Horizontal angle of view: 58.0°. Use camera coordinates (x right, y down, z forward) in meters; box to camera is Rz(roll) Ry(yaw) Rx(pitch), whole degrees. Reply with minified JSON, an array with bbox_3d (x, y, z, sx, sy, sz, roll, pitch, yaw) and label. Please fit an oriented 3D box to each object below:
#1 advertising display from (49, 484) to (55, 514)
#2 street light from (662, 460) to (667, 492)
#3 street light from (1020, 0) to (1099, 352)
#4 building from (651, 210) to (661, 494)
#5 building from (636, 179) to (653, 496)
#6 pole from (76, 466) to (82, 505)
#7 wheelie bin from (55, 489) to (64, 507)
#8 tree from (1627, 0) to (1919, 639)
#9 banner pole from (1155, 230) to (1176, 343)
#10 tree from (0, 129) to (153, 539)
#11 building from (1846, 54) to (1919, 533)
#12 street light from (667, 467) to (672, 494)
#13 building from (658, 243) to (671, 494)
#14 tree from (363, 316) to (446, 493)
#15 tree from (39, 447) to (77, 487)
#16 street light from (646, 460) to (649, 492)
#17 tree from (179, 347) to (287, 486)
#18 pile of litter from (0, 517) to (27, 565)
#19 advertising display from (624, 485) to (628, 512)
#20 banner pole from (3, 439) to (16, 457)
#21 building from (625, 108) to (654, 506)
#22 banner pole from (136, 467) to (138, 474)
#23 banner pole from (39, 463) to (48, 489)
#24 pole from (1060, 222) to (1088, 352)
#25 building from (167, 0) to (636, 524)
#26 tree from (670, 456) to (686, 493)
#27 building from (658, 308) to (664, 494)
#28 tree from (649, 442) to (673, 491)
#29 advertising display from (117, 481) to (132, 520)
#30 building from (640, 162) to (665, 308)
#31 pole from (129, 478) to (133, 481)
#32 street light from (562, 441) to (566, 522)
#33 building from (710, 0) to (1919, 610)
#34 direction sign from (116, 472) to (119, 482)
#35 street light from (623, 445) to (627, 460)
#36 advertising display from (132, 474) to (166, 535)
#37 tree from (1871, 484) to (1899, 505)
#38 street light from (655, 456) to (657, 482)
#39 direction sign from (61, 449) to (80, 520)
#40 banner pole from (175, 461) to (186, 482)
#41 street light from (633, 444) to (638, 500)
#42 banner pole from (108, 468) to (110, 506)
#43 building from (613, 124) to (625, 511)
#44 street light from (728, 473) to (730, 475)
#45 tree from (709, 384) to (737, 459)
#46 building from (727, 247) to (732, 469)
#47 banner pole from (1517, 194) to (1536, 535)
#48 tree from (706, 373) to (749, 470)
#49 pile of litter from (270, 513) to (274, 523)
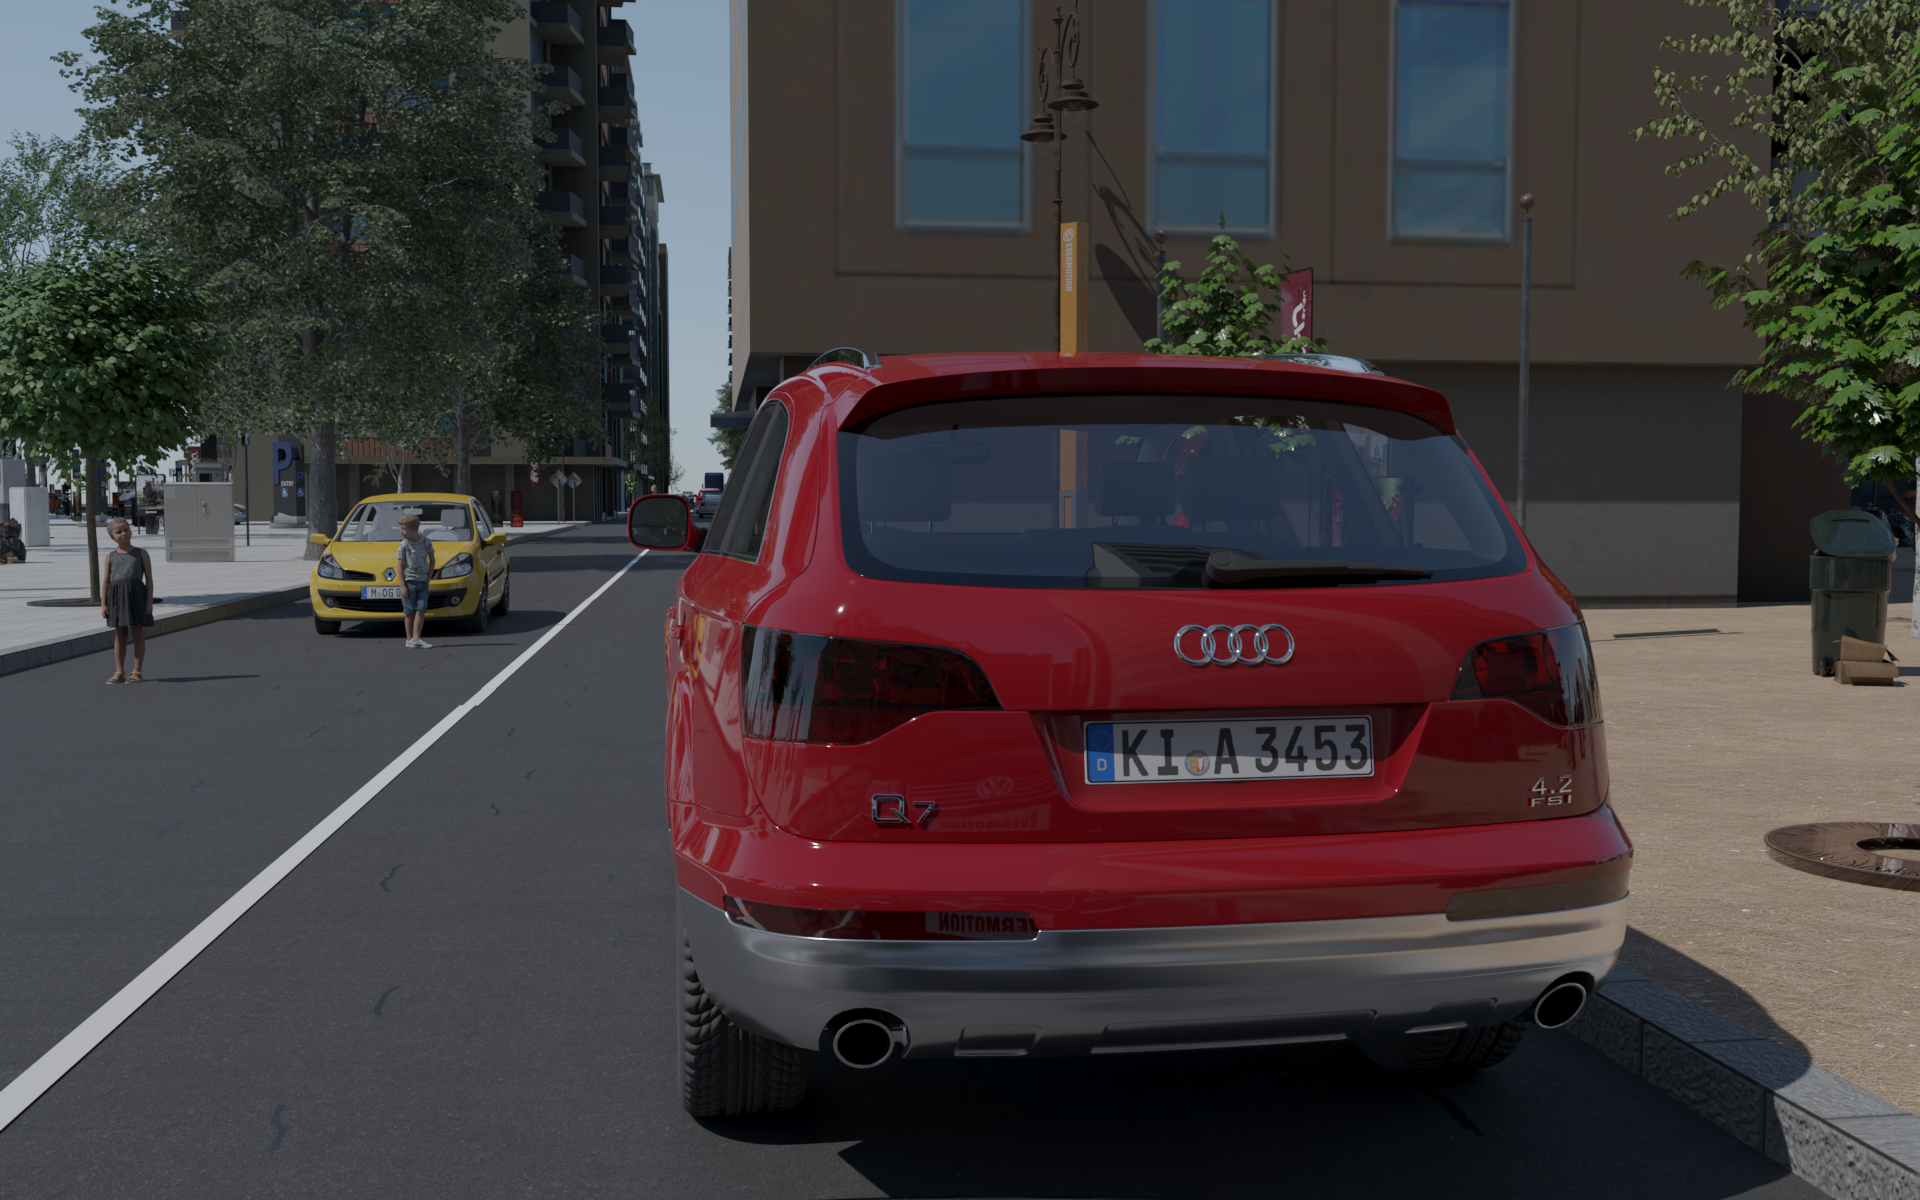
[{"bbox_3d":[-57.950,-6.444,110.574,0.123,1.923,0.974,-1,4,-16],"label":"advertising display"},{"bbox_3d":[-40.801,-16.201,237.680,0.468,5.910,1.993,-1,4,-8],"label":"street light"},{"bbox_3d":[0.928,-2.677,16.556,0.468,5.910,1.993,-1,4,-8],"label":"street light"},{"bbox_3d":[-49.373,-34.145,241.864,14.154,41.232,14.086,-1,4,-8],"label":"building"},{"bbox_3d":[-46.504,-32.641,217.279,14.154,41.232,14.086,-1,4,-8],"label":"building"},{"bbox_3d":[-65.166,-8.199,127.896,0.158,3.312,0.155,0,3,0],"label":"pole"},{"bbox_3d":[-60.436,-6.596,115.760,0.980,1.594,0.693,-2,4,-31],"label":"wheelie bin"},{"bbox_3d":[8.318,-3.957,15.064,4.737,8.622,4.395,0,3,0],"label":"tree"},{"bbox_3d":[1.985,-1.634,16.739,0.401,3.779,0.863,1,4,19],"label":"banner pole"},{"bbox_3d":[-26.601,-7.568,49.498,9.928,11.665,9.643,0,3,0],"label":"tree"},{"bbox_3d":[28.390,-38.295,64.373,20.611,71.187,20.563,-1,4,-8],"label":"building"},{"bbox_3d":[-44.865,-17.906,265.552,0.468,5.910,1.993,-1,4,-8],"label":"street light"},{"bbox_3d":[-57.161,-39.628,298.031,14.600,45.320,14.200,-1,4,-8],"label":"building"},{"bbox_3d":[-21.894,-7.178,67.730,4.360,8.622,3.978,0,3,0],"label":"tree"},{"bbox_3d":[-31.035,-6.639,58.907,4.737,8.622,4.395,0,3,0],"label":"tree"},{"bbox_3d":[-32.871,-12.815,182.317,0.468,5.910,1.993,-1,4,-8],"label":"street light"},{"bbox_3d":[-25.394,-6.709,60.051,4.737,8.622,4.395,0,3,0],"label":"tree"},{"bbox_3d":[-17.831,-1.102,31.980,1.176,0.858,1.719,-1,4,-11],"label":"pile of litter"},{"bbox_3d":[-24.042,-7.307,124.687,0.123,1.923,0.974,0,4,-4],"label":"advertising display"},{"bbox_3d":[-30.170,-3.957,54.707,0.401,3.779,0.863,2,4,32],"label":"banner pole"},{"bbox_3d":[-46.941,-35.163,194.521,23.786,49.044,30.456,-1,4,-8],"label":"building"},{"bbox_3d":[-64.747,-8.959,136.495,0.401,3.779,0.863,0,4,-7],"label":"banner pole"},{"bbox_3d":[-53.226,-6.757,100.490,0.401,3.779,0.863,1,4,11],"label":"banner pole"},{"bbox_3d":[0.865,-1.181,13.157,0.158,3.312,0.155,0,3,0],"label":"pole"},{"bbox_3d":[-28.707,-26.758,92.111,22.147,44.769,28.867,-1,4,-8],"label":"building"},{"bbox_3d":[-51.656,-22.091,311.544,4.737,8.622,4.395,0,3,0],"label":"tree"},{"bbox_3d":[-51.416,-29.701,257.311,14.160,30.474,14.107,-1,4,-8],"label":"building"},{"bbox_3d":[-40.168,-17.078,229.591,4.360,8.622,3.978,0,3,0],"label":"tree"},{"bbox_3d":[-41.575,-4.977,86.581,0.974,1.923,0.123,-2,4,-27],"label":"advertising display"},{"bbox_3d":[-61.717,-42.012,276.130,28.713,52.752,27.495,-1,4,-8],"label":"building"},{"bbox_3d":[-51.627,-6.975,107.892,0.158,3.312,0.155,0,3,0],"label":"pole"},{"bbox_3d":[-18.167,-6.516,79.323,0.468,5.910,1.993,-1,4,-8],"label":"street light"},{"bbox_3d":[3.718,-22.875,24.119,14.600,45.320,14.200,-1,4,-8],"label":"building"},{"bbox_3d":[-68.570,-9.118,141.077,0.379,3.537,0.876,-1,4,-15],"label":"direction sign"},{"bbox_3d":[-26.029,-9.864,134.068,0.468,5.910,1.993,-1,4,-8],"label":"street light"},{"bbox_3d":[-25.564,-3.029,54.741,0.974,1.923,0.123,0,4,4],"label":"advertising display"},{"bbox_3d":[27.034,-4.118,51.048,4.285,4.588,4.351,0,3,0],"label":"tree"},{"bbox_3d":[-36.855,-14.497,209.814,0.468,5.910,1.993,-1,4,-8],"label":"street light"},{"bbox_3d":[-44.740,-5.819,87.133,0.876,3.537,0.379,-1,4,-14],"label":"direction sign"},{"bbox_3d":[-51.284,-7.592,114.151,0.863,3.779,0.401,-3,5,-44],"label":"banner pole"},{"bbox_3d":[-29.054,-11.141,154.940,0.468,5.910,1.993,-1,4,-8],"label":"street light"},{"bbox_3d":[-65.317,-8.725,132.672,0.863,3.779,0.401,2,4,29],"label":"banner pole"},{"bbox_3d":[-31.682,-21.552,124.075,14.160,30.474,14.107,-1,4,-8],"label":"building"},{"bbox_3d":[-41.602,-20.742,311.910,0.468,5.910,1.993,-1,4,-8],"label":"street light"},{"bbox_3d":[-19.401,-14.279,159.217,9.928,11.665,9.643,0,3,0],"label":"tree"},{"bbox_3d":[-28.956,-39.445,299.547,22.147,44.769,28.867,-1,4,-8],"label":"building"},{"bbox_3d":[4.803,-1.514,14.766,0.401,3.779,0.863,1,4,18],"label":"banner pole"},{"bbox_3d":[-16.043,-14.372,141.638,9.857,13.997,8.962,0,3,0],"label":"tree"},{"bbox_3d":[-30.009,-3.870,77.244,1.176,0.858,1.719,3,5,44],"label":"pile of litter"}]
